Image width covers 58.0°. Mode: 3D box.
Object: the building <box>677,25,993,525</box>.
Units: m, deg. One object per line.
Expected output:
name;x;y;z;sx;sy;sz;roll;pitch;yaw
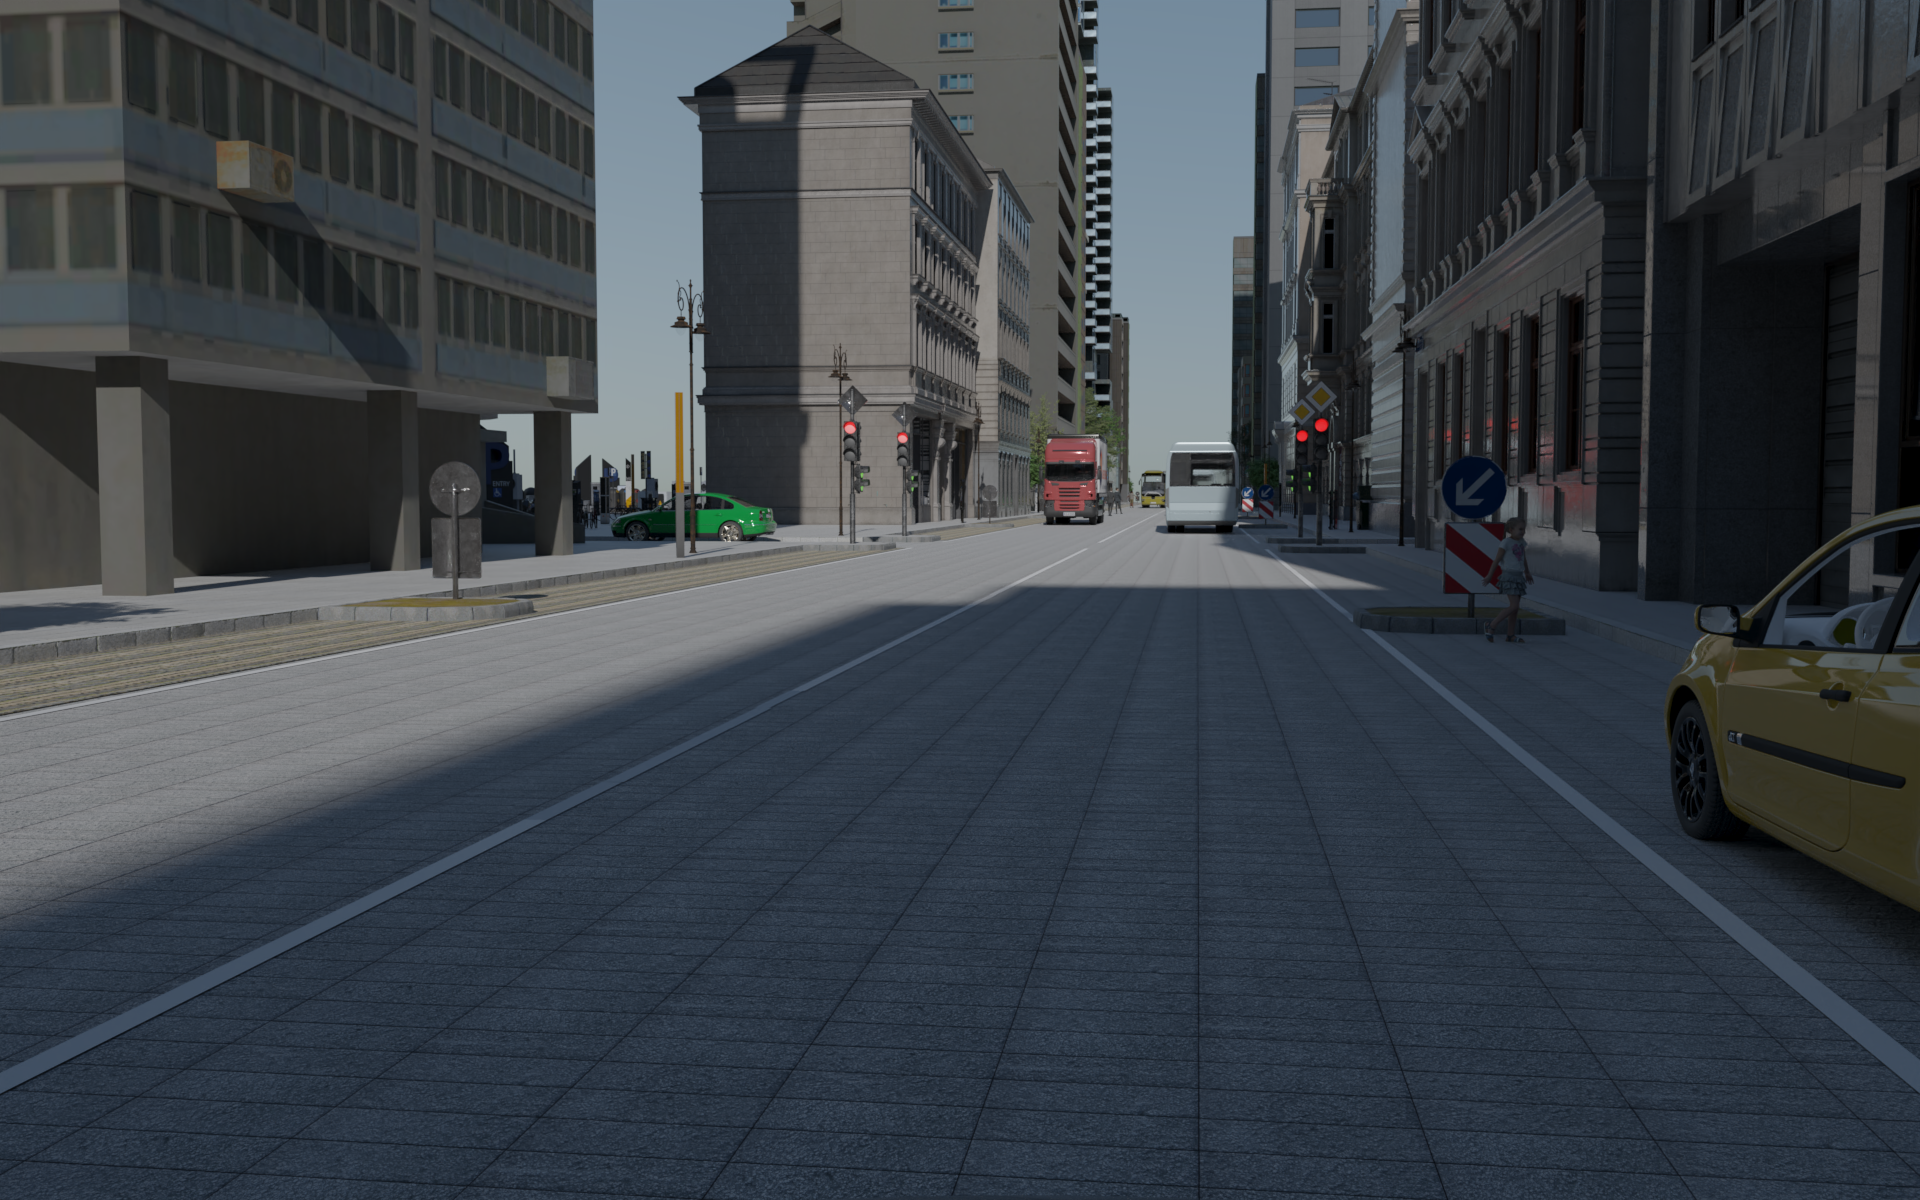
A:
building;-6.204;-13.575;72.861;10.553;20.767;40.483;0;4;8

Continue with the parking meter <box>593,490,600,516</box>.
parking meter;-21.474;-5.742;102.286;0.372;1.533;0.369;0;3;0

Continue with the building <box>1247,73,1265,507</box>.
building;35.996;-29.810;170.982;14.154;41.232;14.086;0;4;8

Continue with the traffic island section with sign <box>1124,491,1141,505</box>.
traffic island section with sign;23.087;-13.746;233.368;1.989;1.847;2.006;0;4;8

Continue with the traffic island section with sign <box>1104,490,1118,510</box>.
traffic island section with sign;15.527;-10.379;178.322;1.989;1.847;2.006;0;4;8

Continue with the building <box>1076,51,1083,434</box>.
building;3.513;-28.905;156.185;14.154;41.232;14.086;0;4;8

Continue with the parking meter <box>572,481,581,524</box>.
parking meter;-16.554;-4.223;74.752;0.255;1.863;0.399;1;4;19

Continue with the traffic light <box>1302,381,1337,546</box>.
traffic light;8.945;-3.314;43.106;0.839;4.253;0.868;0;4;8

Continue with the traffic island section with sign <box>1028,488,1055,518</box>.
traffic island section with sign;5.061;-5.720;102.141;1.989;1.847;2.006;0;4;8

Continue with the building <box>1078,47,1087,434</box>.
building;4.982;-31.804;170.108;14.600;45.320;14.200;0;4;8

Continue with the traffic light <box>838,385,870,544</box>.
traffic light;-2.759;-3.411;44.690;0.839;4.253;0.868;0;4;8

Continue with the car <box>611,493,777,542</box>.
car;-7.647;-2.495;49.592;4.718;1.807;1.959;1;4;8

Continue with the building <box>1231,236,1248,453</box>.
building;50.174;-36.157;274.768;14.154;41.232;14.086;0;4;8

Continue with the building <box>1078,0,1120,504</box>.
building;12.205;-57.276;249.129;22.319;86.520;31.000;0;4;8

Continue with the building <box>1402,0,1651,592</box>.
building;14.639;-11.921;31.071;11.583;22.565;21.152;0;4;8

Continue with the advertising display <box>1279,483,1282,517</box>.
advertising display;18.002;-5.634;97.333;0.123;1.923;0.974;1;4;12

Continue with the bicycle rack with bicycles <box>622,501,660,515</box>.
bicycle rack with bicycles;-16.280;-4.342;84.380;2.925;0.926;2.852;0;4;-8

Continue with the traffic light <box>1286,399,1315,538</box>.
traffic light;10.031;-3.798;51.017;0.839;4.253;0.868;0;4;8

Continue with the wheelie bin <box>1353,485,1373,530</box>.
wheelie bin;14.481;-3.303;61.908;0.980;1.594;0.693;0;4;-1

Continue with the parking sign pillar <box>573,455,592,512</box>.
parking sign pillar;-25.740;-7.927;118.081;1.447;3.967;1.447;2;4;35

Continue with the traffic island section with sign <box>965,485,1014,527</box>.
traffic island section with sign;1.302;-4.042;74.719;1.989;1.847;2.006;0;4;8

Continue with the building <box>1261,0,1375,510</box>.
building;36.824;-37.128;149.035;21.231;58.520;28.212;0;4;8

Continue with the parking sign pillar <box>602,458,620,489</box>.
parking sign pillar;-26.355;-8.706;130.820;1.447;3.967;1.447;-3;5;-43

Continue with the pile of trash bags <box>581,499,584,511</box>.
pile of trash bags;-22.057;-5.339;97.047;1.912;1.369;3.447;-1;4;-17

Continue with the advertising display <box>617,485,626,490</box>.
advertising display;-24.465;-7.393;126.085;0.974;1.923;0.123;0;4;5

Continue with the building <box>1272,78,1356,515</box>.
building;27.980;-20.075;114.136;13.634;28.700;20.117;0;4;8

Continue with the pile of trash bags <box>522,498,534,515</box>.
pile of trash bags;-21.933;-4.722;86.955;1.912;1.369;3.447;1;4;18

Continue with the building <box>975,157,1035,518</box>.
building;-1.334;-15.451;101.782;9.793;20.994;18.267;0;4;8

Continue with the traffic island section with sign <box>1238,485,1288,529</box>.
traffic island section with sign;12.712;-3.921;72.738;1.989;1.847;2.006;0;4;8

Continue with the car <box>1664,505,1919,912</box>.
car;3.745;0.261;5.949;2.015;1.641;3.980;0;4;6

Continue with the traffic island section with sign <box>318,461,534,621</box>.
traffic island section with sign;-6.146;-0.717;20.357;1.989;1.847;2.006;0;4;8

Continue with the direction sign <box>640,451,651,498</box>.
direction sign;-16.455;-6.041;90.770;0.876;3.537;0.379;3;5;44

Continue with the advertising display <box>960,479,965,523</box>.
advertising display;0.101;-4.366;76.597;0.123;1.923;0.974;0;4;-5

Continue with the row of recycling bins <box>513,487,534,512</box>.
row of recycling bins;-26.643;-5.843;102.640;3.534;1.692;1.069;-3;4;-39

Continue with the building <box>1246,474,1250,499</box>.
building;41.972;-45.834;187.643;20.563;71.187;20.611;0;4;8

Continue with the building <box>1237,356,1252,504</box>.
building;51.033;-23.510;229.428;27.650;21.520;28.899;0;4;8

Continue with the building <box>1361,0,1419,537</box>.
building;22.827;-13.769;54.008;19.941;23.489;11.050;0;4;8

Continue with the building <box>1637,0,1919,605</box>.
building;12.866;-11.726;9.741;12.078;24.808;19.932;0;4;8

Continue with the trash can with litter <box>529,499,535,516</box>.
trash can with litter;-14.250;-2.926;59.235;0.624;1.170;1.055;1;4;11

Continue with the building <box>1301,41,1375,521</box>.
building;24.556;-16.349;86.394;14.460;24.649;34.723;0;4;8

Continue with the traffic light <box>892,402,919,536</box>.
traffic light;-1.673;-3.895;52.601;0.839;4.253;0.868;0;4;8

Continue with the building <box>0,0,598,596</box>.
building;-20.055;-20.755;31.228;23.993;40.220;32.217;0;4;8

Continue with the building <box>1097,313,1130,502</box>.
building;19.350;-30.656;272.930;14.160;30.474;14.107;0;4;8

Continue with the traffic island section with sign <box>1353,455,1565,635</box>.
traffic island section with sign;5.295;-0.612;18.636;1.989;1.847;2.006;0;4;8

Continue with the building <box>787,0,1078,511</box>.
building;-1.971;-31.501;138.736;21.300;48.544;21.600;0;4;8

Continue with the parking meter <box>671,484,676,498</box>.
parking meter;-16.250;-5.696;98.840;0.399;1.863;0.255;0;4;-3

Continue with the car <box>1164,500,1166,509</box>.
car;14.739;-6.408;116.770;2.014;1.417;4.499;0;4;7

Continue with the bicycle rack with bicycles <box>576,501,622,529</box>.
bicycle rack with bicycles;-14.560;-3.157;65.000;2.852;0.926;2.925;0;4;4

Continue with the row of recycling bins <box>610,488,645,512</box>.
row of recycling bins;-23.318;-7.042;122.250;3.534;1.692;1.069;-3;5;-40

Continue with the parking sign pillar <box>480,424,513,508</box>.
parking sign pillar;-17.429;-4.672;64.853;1.447;3.967;1.447;-3;5;-42

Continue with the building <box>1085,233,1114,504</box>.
building;3.516;-32.547;224.029;32.217;40.220;23.993;0;4;8

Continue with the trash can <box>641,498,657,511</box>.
trash can;-12.779;-3.640;71.161;0.748;1.137;0.748;0;3;0
